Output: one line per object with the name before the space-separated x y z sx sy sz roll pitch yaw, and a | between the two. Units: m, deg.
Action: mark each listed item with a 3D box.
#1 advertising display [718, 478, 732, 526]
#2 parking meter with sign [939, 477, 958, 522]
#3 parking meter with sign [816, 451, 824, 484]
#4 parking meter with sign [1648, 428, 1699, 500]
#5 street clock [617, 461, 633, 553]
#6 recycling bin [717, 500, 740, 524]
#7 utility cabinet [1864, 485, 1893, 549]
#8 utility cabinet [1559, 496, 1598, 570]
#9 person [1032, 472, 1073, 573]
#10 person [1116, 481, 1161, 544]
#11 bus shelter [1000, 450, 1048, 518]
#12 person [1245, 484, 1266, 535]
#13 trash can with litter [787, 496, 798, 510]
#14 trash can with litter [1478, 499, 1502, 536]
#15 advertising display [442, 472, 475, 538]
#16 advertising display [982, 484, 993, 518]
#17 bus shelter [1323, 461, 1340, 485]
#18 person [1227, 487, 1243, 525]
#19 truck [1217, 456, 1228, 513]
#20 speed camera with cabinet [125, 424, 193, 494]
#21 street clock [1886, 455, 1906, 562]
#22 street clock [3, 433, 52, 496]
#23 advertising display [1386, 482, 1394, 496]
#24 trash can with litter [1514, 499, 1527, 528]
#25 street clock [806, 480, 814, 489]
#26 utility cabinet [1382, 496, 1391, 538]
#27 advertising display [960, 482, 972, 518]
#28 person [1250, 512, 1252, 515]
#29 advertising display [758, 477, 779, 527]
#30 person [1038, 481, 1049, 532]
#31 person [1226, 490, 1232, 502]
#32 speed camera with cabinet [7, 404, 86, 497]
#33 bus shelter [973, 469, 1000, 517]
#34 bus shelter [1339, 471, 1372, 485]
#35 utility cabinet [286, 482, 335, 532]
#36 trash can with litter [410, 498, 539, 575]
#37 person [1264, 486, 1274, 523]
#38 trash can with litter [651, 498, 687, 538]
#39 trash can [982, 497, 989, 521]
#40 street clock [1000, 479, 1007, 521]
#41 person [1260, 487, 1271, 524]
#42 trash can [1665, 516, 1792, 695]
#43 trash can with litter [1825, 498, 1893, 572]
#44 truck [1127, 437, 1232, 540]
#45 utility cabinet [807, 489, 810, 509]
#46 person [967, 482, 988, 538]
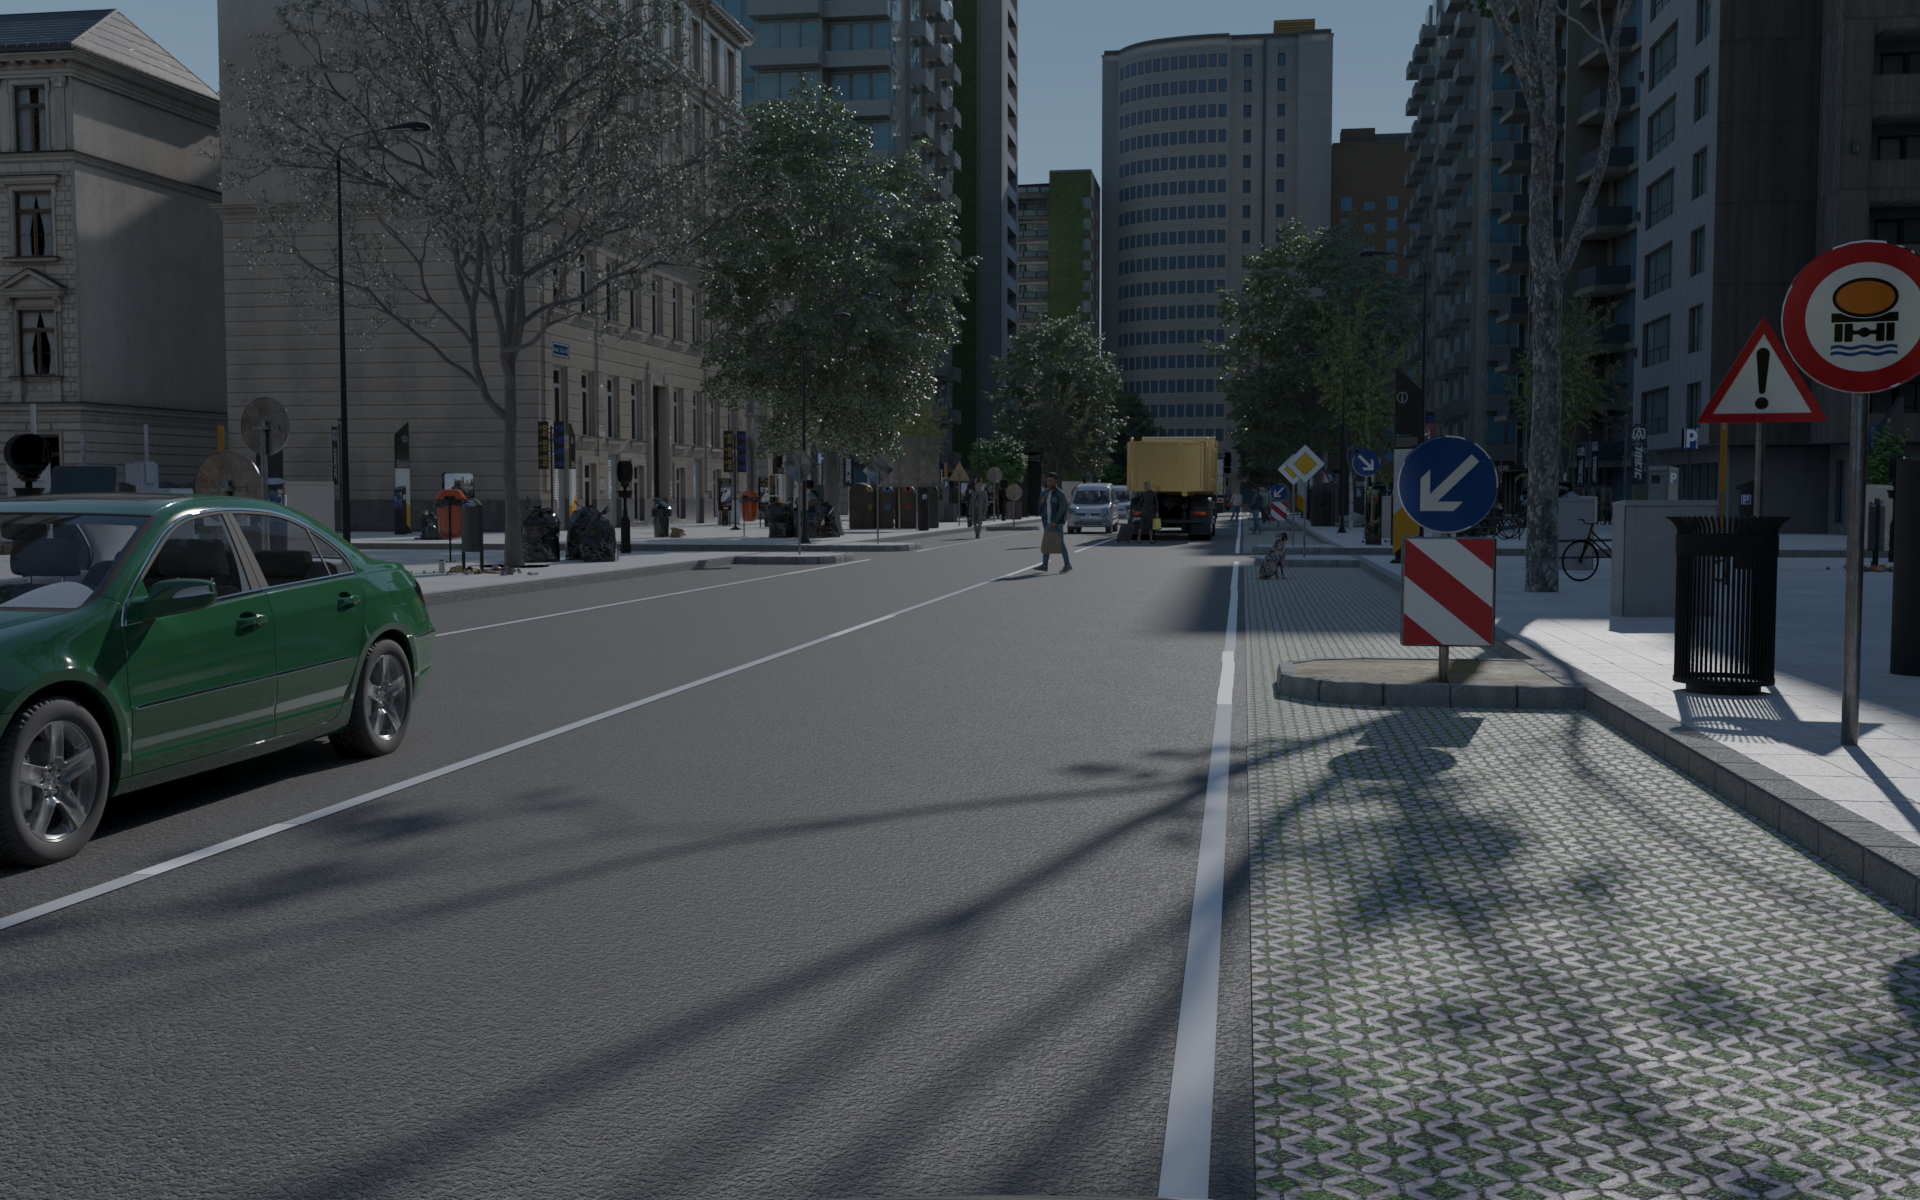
advertising display | -9.495 -3.959 69.943 0.123 1.923 0.974 1 4 20
parking meter with sign | -0.895 -5.070 79.161 1.738 3.016 0.543 2 4 35
parking meter with sign | -5.393 -4.564 70.875 0.543 3.016 1.738 1 4 11
parking meter with sign | 18.943 -3.081 46.643 0.543 3.016 1.738 -2 4 -27
street clock | -7.258 -2.017 37.551 0.358 2.002 0.471 -2 4 -27
recycling bin | -9.866 -3.748 73.838 0.722 1.027 0.722 2 4 29
utility cabinet | 21.085 -1.922 40.101 1.173 1.500 0.318 -2 4 -27
utility cabinet | 10.167 -1.110 29.306 1.020 1.237 0.306 1 4 9
person | 1.704 -1.396 31.311 0.713 1.824 0.794 -1 4 -11
person | 5.247 -2.555 50.489 0.699 1.804 1.509 -2 4 -28
bus shelter | 3.625 -6.356 95.199 1.731 3.624 6.357 1 4 9
person | 10.357 -3.169 60.664 0.721 1.781 0.623 1 4 12
trash can with litter | -8.420 -4.604 86.663 0.624 1.170 1.055 -1 4 -12
trash can with litter | 16.368 -2.584 53.641 0.624 1.170 1.055 2 4 31
advertising display | -14.747 -2.798 50.953 0.974 1.923 0.123 -3 5 -41
advertising display | 1.452 -5.346 92.628 0.974 1.923 0.123 3 4 37
bus shelter | 23.453 -7.028 108.829 2.014 3.302 5.546 1 4 9
person | 12.588 -4.310 79.635 0.731 1.740 0.598 -2 4 -24
truck | 19.249 -8.857 133.722 2.839 4.237 11.283 1 4 9
speed camera with cabinet | -23.077 -3.402 49.959 0.660 3.252 2.038 1 4 18
street clock | 17.577 -1.709 32.515 0.358 2.002 0.471 3 4 38
street clock | -11.161 -0.992 20.785 0.358 2.002 0.471 3 5 43
advertising display | 23.936 -5.524 95.527 0.974 1.923 0.123 -2 4 -25
trash can with litter | 21.294 -3.288 65.141 1.055 1.170 0.624 -2 4 -31
street clock | -7.483 -5.004 86.382 0.358 2.002 0.471 1 4 16
utility cabinet | 12.737 -2.408 50.537 1.020 1.237 0.306 3 4 38
advertising display | 0.505 -5.396 93.443 0.974 1.923 0.123 0 4 -1
person | 19.348 -6.185 113.873 0.306 1.304 0.590 -3 5 -42
advertising display | -7.436 -3.796 67.279 0.123 1.923 0.974 3 5 42
person | 2.437 -2.374 47.497 0.721 1.800 0.419 -2 4 -35
person | 27.656 -10.404 178.591 1.348 1.826 0.705 -1 4 -18
speed camera with cabinet | -20.245 -2.717 38.752 0.660 3.252 2.038 1 4 21
bus shelter | 2.080 -6.738 101.441 1.731 3.624 6.357 1 4 9
bus shelter | 20.059 -5.945 88.484 1.731 3.624 6.357 1 4 9
utility cabinet | -11.769 -1.372 31.104 0.318 1.500 1.173 1 4 22
trash can with litter | -7.704 -1.027 27.851 2.233 1.210 1.678 3 5 40
person | 15.055 -4.656 84.647 0.620 1.820 0.660 -2 4 -34
trash can with litter | -8.566 -2.428 51.086 1.055 1.170 0.624 1 4 20
trash can | 1.023 -4.339 82.600 0.748 1.137 0.748 0 3 0
street clock | 2.088 -4.778 82.692 0.358 2.002 0.471 1 4 17
person | 14.484 -4.529 83.031 0.515 1.767 0.782 -3 5 -43
trash can | 4.961 0.026 11.226 0.748 1.137 0.748 0 3 0
trash can with litter | 15.483 -1.103 29.090 1.678 1.210 2.233 2 4 24
truck | 7.157 -3.751 57.259 3.469 3.379 9.791 1 4 10
utility cabinet | -6.537 -4.401 80.633 1.173 1.500 0.318 -1 4 -10
person | 0.555 -2.896 55.953 0.694 1.812 0.767 1 4 22
